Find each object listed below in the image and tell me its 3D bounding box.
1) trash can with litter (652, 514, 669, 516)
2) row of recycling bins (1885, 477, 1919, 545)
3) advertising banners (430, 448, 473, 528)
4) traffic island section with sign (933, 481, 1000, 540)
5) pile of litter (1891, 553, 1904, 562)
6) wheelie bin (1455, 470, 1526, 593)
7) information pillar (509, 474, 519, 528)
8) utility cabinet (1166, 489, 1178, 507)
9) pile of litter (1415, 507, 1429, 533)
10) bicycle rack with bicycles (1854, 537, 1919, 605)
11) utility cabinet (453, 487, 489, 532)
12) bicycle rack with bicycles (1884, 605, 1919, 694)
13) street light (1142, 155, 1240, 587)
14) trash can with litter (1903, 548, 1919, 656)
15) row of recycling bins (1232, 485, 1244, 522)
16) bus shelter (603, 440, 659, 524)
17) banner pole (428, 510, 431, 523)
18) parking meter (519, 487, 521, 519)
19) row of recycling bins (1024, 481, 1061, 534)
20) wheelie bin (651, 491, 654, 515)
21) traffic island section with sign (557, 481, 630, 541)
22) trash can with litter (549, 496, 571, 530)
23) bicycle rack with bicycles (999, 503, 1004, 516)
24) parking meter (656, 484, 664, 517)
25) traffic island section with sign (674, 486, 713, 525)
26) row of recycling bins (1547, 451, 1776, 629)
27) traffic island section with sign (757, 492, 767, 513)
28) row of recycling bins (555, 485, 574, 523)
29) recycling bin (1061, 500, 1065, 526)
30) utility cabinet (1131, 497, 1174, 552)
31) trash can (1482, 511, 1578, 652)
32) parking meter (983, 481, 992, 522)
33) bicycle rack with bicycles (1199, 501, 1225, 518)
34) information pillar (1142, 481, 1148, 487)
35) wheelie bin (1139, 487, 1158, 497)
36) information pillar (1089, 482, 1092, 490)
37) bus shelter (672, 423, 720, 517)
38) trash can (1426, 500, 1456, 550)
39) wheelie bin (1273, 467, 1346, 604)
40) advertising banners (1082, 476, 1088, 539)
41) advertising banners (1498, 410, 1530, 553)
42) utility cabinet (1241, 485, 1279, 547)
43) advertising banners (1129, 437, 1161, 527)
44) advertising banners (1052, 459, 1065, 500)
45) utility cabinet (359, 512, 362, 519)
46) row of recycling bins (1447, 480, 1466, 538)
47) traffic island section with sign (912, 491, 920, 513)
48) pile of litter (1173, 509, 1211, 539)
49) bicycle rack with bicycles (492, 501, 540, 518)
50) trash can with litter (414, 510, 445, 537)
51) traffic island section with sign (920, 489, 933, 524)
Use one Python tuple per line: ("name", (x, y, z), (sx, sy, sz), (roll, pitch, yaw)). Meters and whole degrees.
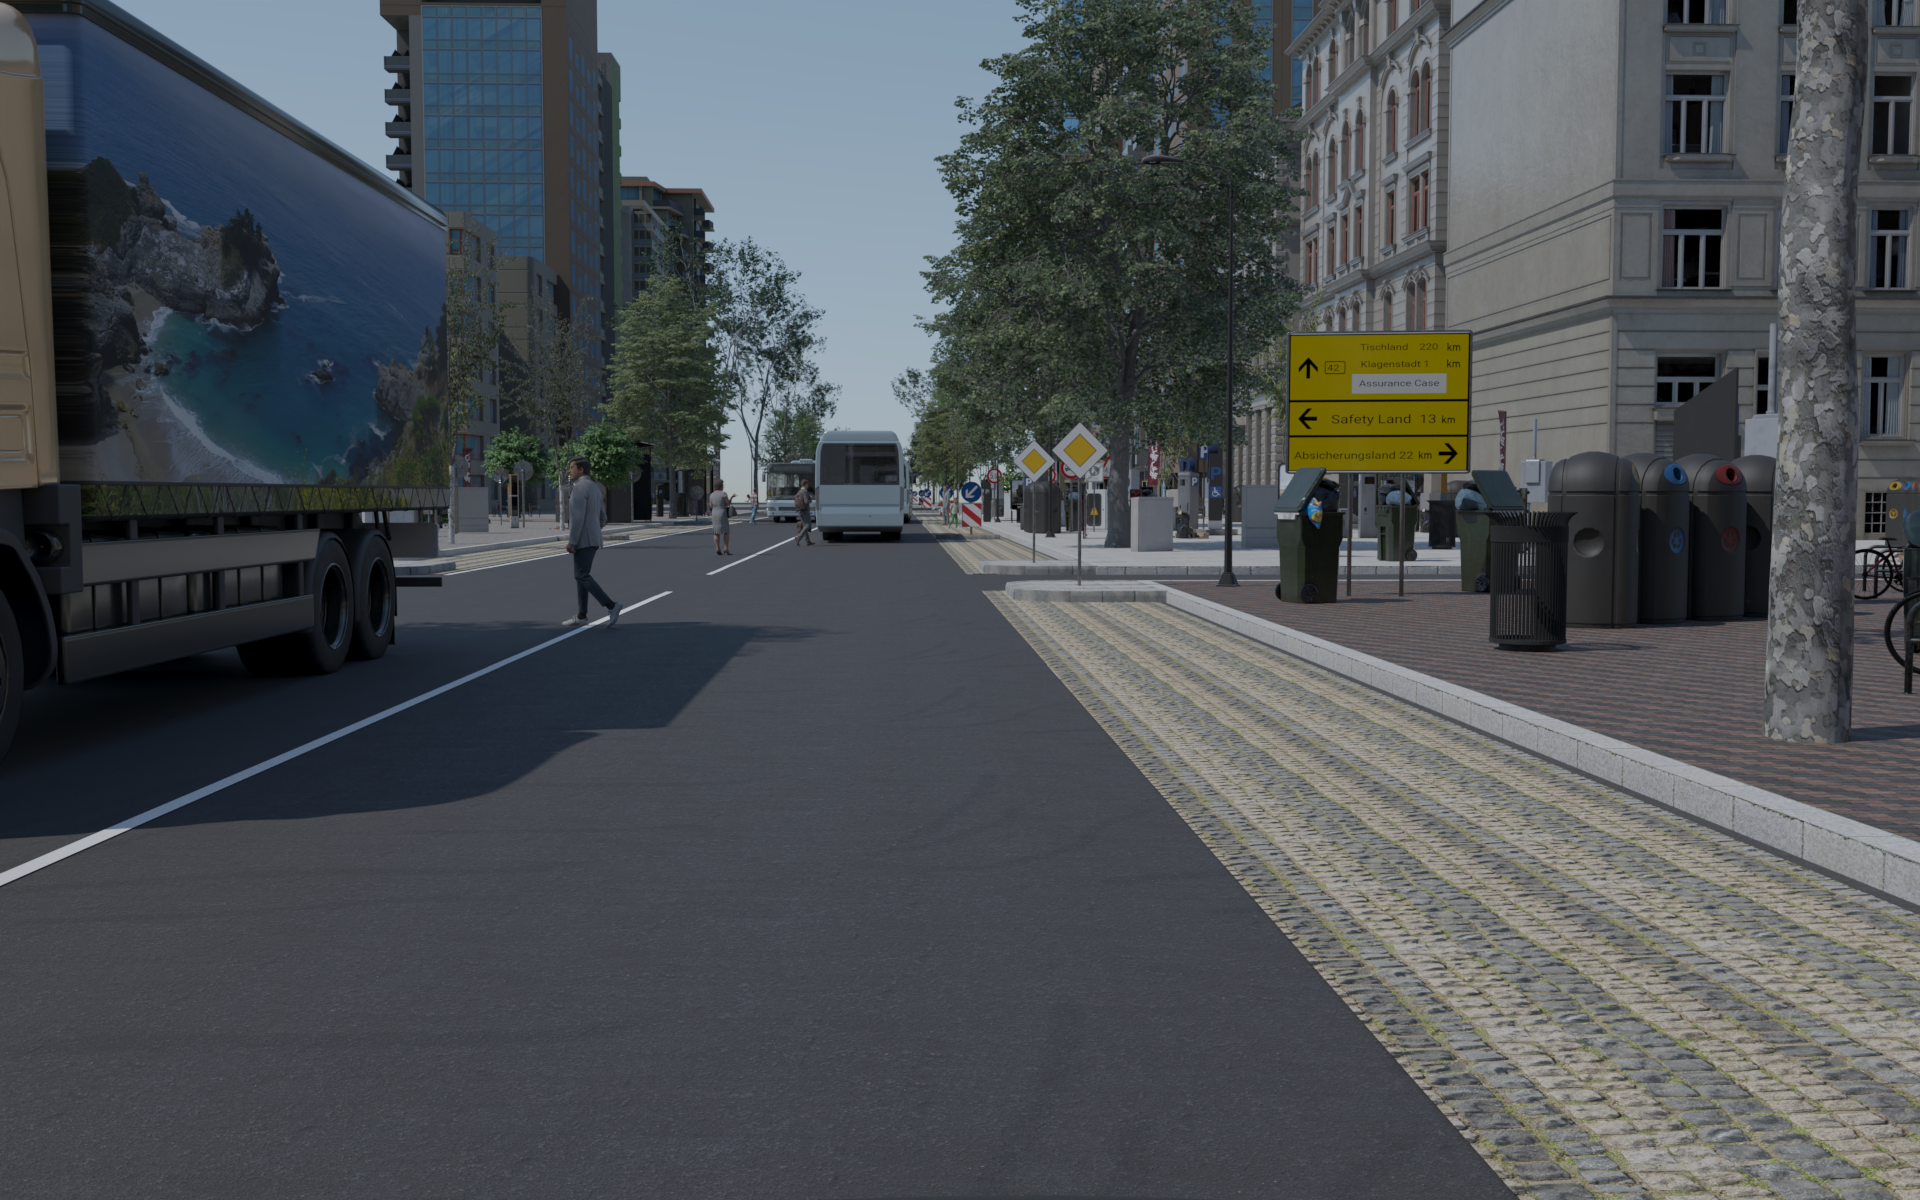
("trash can with litter", (-18.029, -5.494, 100.890), (2.233, 1.210, 1.678), (-1, 4, -19))
("row of recycling bins", (22.457, -2.028, 40.264), (1.069, 1.692, 3.534), (1, 4, 14))
("advertising banners", (-19.047, -4.207, 64.968), (0.090, 3.025, 2.074), (2, 4, 33))
("traffic island section with sign", (0.226, -2.839, 55.048), (1.989, 1.847, 2.006), (0, 4, -2))
("pile of litter", (18.315, -1.159, 32.909), (1.719, 0.858, 1.176), (-1, 4, -21))
("wheelie bin", (6.934, -0.910, 22.791), (0.980, 1.594, 0.693), (-2, 4, -30))
("information pillar", (-16.682, -3.688, 64.793), (0.304, 2.012, 0.304), (-2, 4, -23))
("utility cabinet", (10.266, -4.535, 82.832), (0.318, 1.500, 1.173), (-1, 4, -22))
("pile of litter", (15.755, -2.675, 57.695), (1.176, 0.858, 1.719), (1, 4, 17))
("bicycle rack with bicycles", (12.465, -0.494, 21.459), (2.925, 0.926, 2.852), (2, 4, 25))
("utility cabinet", (-16.277, -2.985, 57.479), (1.173, 1.500, 0.318), (-2, 4, -28))
("bicycle rack with bicycles", (7.336, 0.141, 11.077), (2.852, 0.926, 2.925), (-2, 4, -33))
("street light", (3.190, -3.142, 23.918), (1.470, 5.913, 1.316), (0, 4, -2))
("trash can with litter", (7.869, -0.145, 13.766), (0.624, 1.170, 1.055), (1, 4, 20))
("row of recycling bins", (13.883, -4.422, 79.419), (3.534, 1.692, 1.069), (-2, 4, -33))
("bus shelter", (-14.923, -5.336, 78.525), (1.731, 3.624, 6.357), (0, 4, -2))
("banner pole", (-17.056, -3.997, 55.368), (0.401, 3.779, 0.863), (-2, 4, -32))
("parking meter", (-23.265, -5.206, 90.824), (0.399, 1.863, 0.255), (-3, 4, -36))
("row of recycling bins", (2.680, -3.081, 57.485), (1.069, 1.692, 3.534), (0, 4, -5))
("wheelie bin", (-16.193, -4.976, 89.268), (0.980, 1.594, 0.693), (-3, 4, -38))
("traffic island section with sign", (-11.315, -2.753, 53.636), (1.989, 1.847, 2.006), (0, 4, -2))
("trash can with litter", (-14.242, -3.197, 63.322), (1.678, 1.210, 2.233), (-2, 4, -30))
("bicycle rack with bicycles", (3.383, -5.377, 101.288), (2.925, 0.926, 2.852), (0, 4, -8))
("parking meter", (-16.866, -5.599, 97.255), (0.399, 1.863, 0.255), (-2, 4, -32))
("traffic island section with sign", (-12.325, -4.439, 81.202), (1.989, 1.847, 2.006), (0, 4, -2))
("row of recycling bins", (7.234, -0.641, 17.590), (3.534, 1.692, 1.069), (-2, 4, -33))
("traffic island section with sign", (-14.107, -7.393, 129.507), (1.989, 1.847, 2.006), (0, 4, -2))
("row of recycling bins", (-17.522, -4.310, 77.587), (1.069, 1.692, 3.534), (-1, 4, -21))
("recycling bin", (4.250, -3.448, 68.926), (0.722, 1.027, 0.722), (-1, 4, -21))
("utility cabinet", (4.289, -1.685, 38.710), (1.020, 1.237, 0.306), (-2, 4, -34))
("trash can", (4.685, -0.160, 14.272), (0.748, 1.137, 0.748), (0, 3, 0))
("parking meter", (1.266, -4.499, 79.263), (0.399, 1.863, 0.255), (0, 4, 3))
("bicycle rack with bicycles", (13.855, -4.924, 93.894), (2.852, 0.926, 2.925), (0, 4, -6))
("information pillar", (10.417, -5.677, 97.304), (0.304, 2.012, 0.304), (2, 4, 28))
("wheelie bin", (7.779, -3.946, 72.432), (0.980, 1.594, 0.693), (0, 4, 5))
("information pillar", (5.894, -5.287, 77.804), (0.183, 3.616, 0.504), (-1, 4, -12))
("bus shelter", (-15.444, -7.518, 100.545), (2.179, 5.291, 8.768), (0, 4, -2))
("trash can", (11.166, -1.739, 40.094), (0.748, 1.137, 0.748), (0, 3, 0))
("wheelie bin", (4.141, -0.772, 20.524), (0.693, 1.594, 0.980), (-1, 4, -18))
("advertising banners", (3.572, -3.274, 49.711), (0.090, 3.025, 2.074), (0, 4, 7))
("advertising banners", (11.798, -2.494, 36.969), (0.090, 3.025, 2.074), (3, 4, 36))
("utility cabinet", (7.313, -1.996, 41.313), (1.173, 1.500, 0.318), (-1, 4, -14))
("advertising banners", (5.385, -3.487, 53.203), (0.090, 3.025, 2.074), (-3, 5, -44))
("advertising banners", (4.904, -5.521, 86.454), (0.090, 3.025, 2.074), (1, 4, 23))
("utility cabinet", (-14.238, -1.909, 39.899), (1.173, 1.500, 0.318), (-2, 4, -28))
("row of recycling bins", (15.299, -2.780, 52.571), (1.069, 1.692, 3.534), (1, 4, 23))
("traffic island section with sign", (-2.617, -7.542, 131.943), (1.989, 1.847, 2.006), (0, 4, -2))
("pile of litter", (6.689, -2.221, 50.285), (1.176, 0.858, 1.719), (0, 4, 8))
("bicycle rack with bicycles", (-24.376, -5.022, 95.494), (2.852, 0.926, 2.925), (-2, 4, -27))
("trash can with litter", (-16.392, -2.542, 52.625), (1.678, 1.210, 2.233), (-2, 4, -23))
("traffic island section with sign", (-0.767, -4.489, 82.017), (1.989, 1.847, 2.006), (0, 4, -2))
